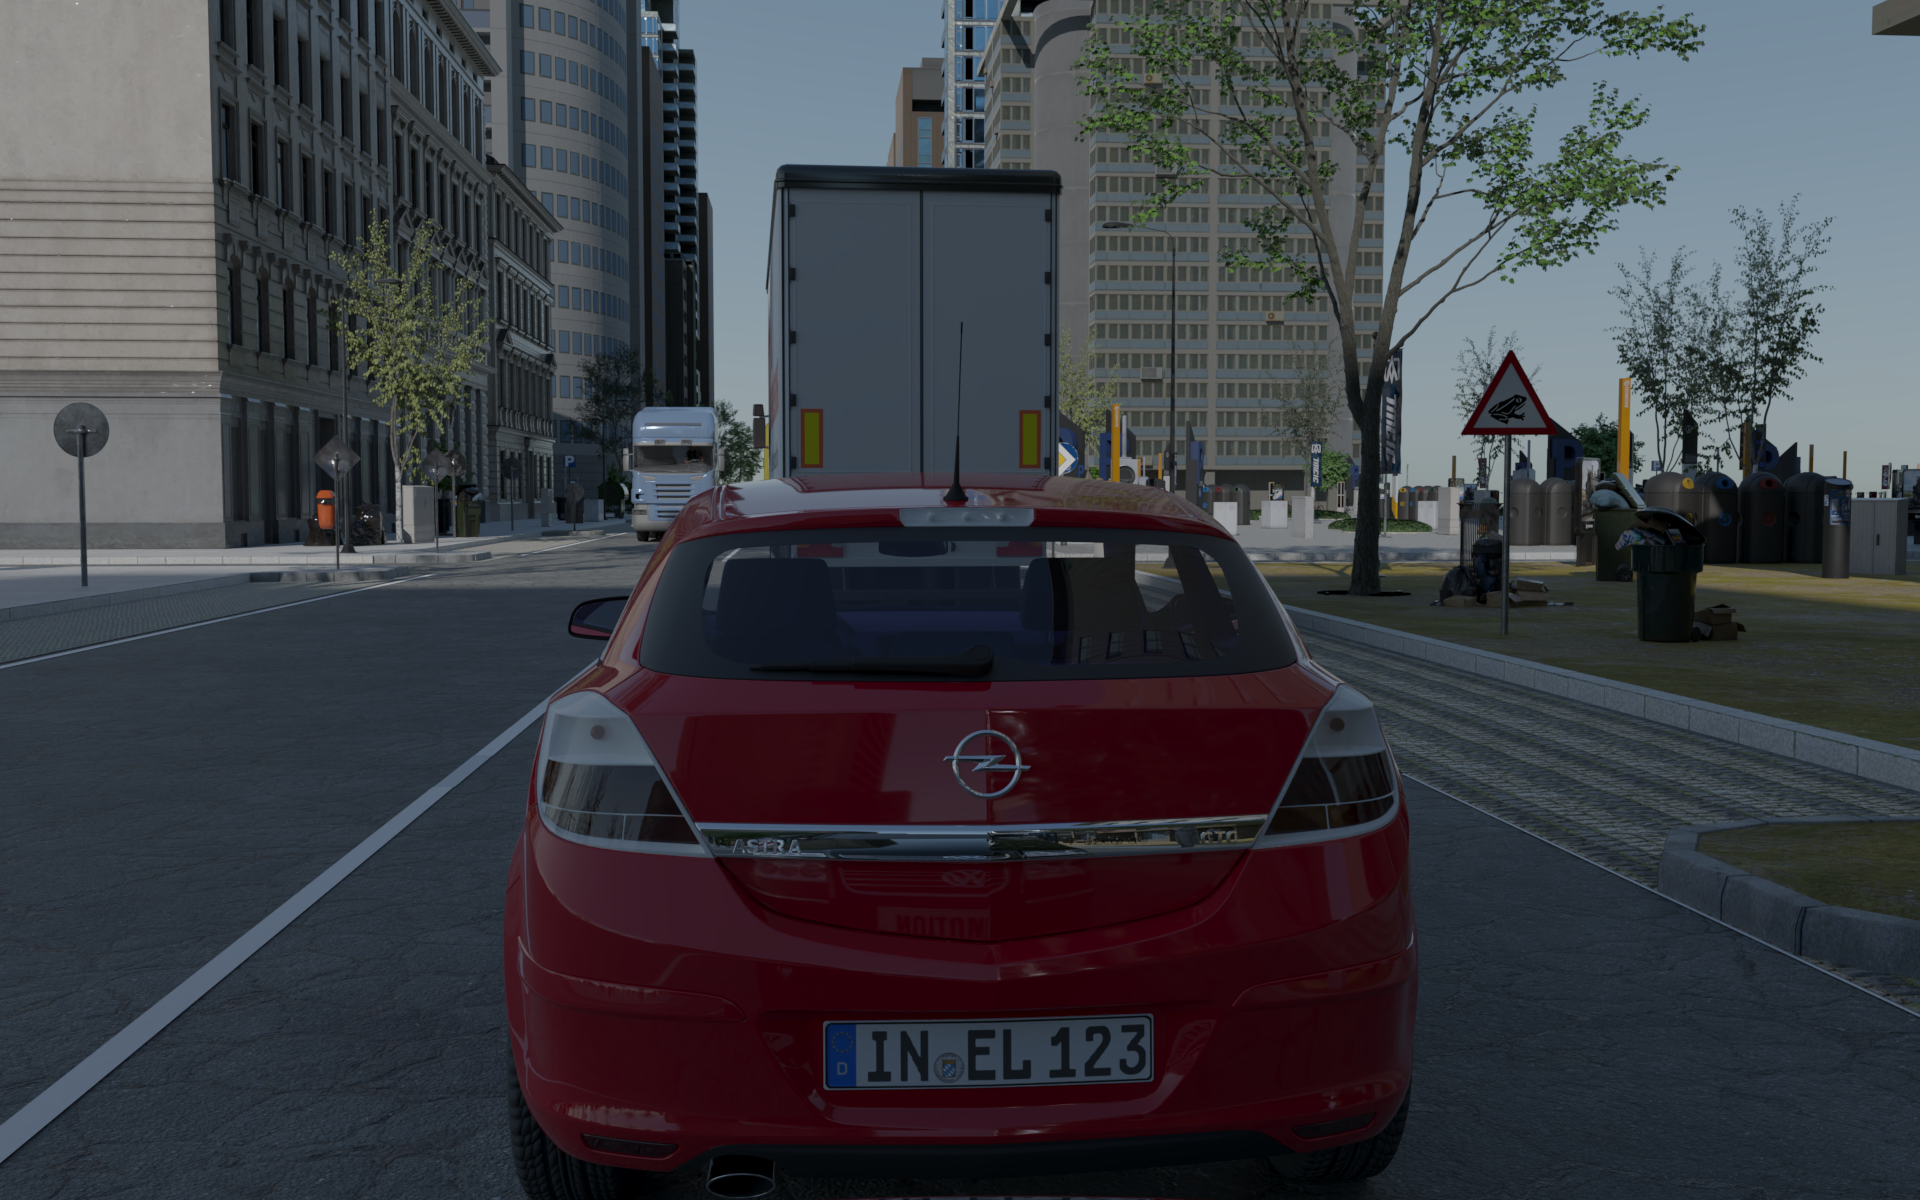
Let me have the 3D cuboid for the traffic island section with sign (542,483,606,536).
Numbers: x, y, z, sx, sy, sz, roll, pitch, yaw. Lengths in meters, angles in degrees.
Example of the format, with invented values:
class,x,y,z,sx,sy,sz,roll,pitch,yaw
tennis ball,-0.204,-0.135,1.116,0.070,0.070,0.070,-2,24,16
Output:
class,x,y,z,sx,sy,sz,roll,pitch,yaw
traffic island section with sign,-13.323,-3.134,59.868,1.989,1.847,2.006,0,4,-5

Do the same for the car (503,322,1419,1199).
class,x,y,z,sx,sy,sz,roll,pitch,yaw
car,-0.117,0.245,5.041,2.155,1.783,4.494,0,4,-4

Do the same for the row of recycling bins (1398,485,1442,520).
class,x,y,z,sx,sy,sz,roll,pitch,yaw
row of recycling bins,22.485,-4.719,84.271,1.069,1.692,3.534,-1,4,-17

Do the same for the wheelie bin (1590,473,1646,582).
class,x,y,z,sx,sy,sz,roll,pitch,yaw
wheelie bin,9.698,-1.080,25.574,0.693,1.594,0.980,2,4,32

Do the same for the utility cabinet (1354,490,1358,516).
class,x,y,z,sx,sy,sz,roll,pitch,yaw
utility cabinet,23.385,-5.600,100.244,1.173,1.500,0.318,-1,4,-19

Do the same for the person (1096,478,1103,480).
class,x,y,z,sx,sy,sz,roll,pitch,yaw
person,2.818,-1.567,34.663,0.362,1.759,0.519,0,4,-4

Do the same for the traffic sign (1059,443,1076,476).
class,x,y,z,sx,sy,sz,roll,pitch,yaw
traffic sign,1.642,-1.645,30.541,0.795,2.450,0.064,0,4,-5

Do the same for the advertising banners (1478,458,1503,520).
class,x,y,z,sx,sy,sz,roll,pitch,yaw
advertising banners,25.570,-5.292,82.707,0.090,3.025,2.074,-3,4,-37

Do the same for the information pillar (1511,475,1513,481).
class,x,y,z,sx,sy,sz,roll,pitch,yaw
information pillar,21.584,-3.869,67.752,0.304,2.012,0.304,0,4,6

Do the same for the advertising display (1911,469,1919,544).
class,x,y,z,sx,sy,sz,roll,pitch,yaw
advertising display,24.479,-2.374,44.025,0.974,1.923,0.123,2,4,33

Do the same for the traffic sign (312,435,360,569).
class,x,y,z,sx,sy,sz,roll,pitch,yaw
traffic sign,-10.606,-1.580,29.480,0.795,2.450,0.064,0,4,-5

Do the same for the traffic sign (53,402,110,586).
class,x,y,z,sx,sy,sz,roll,pitch,yaw
traffic sign,-12.185,-1.464,24.035,0.768,2.556,0.104,0,4,-1

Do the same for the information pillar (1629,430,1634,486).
class,x,y,z,sx,sy,sz,roll,pitch,yaw
information pillar,21.703,-3.979,56.411,0.183,3.616,0.504,-2,4,-26

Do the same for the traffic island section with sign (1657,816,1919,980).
class,x,y,z,sx,sy,sz,roll,pitch,yaw
traffic island section with sign,3.532,0.171,5.832,1.989,1.847,2.006,0,4,-5

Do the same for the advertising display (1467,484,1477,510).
class,x,y,z,sx,sy,sz,roll,pitch,yaw
advertising display,31.163,-6.168,106.061,0.974,1.923,0.123,1,4,11

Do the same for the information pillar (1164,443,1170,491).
class,x,y,z,sx,sy,sz,roll,pitch,yaw
information pillar,9.482,-5.376,79.246,0.183,3.616,0.504,-2,4,-25

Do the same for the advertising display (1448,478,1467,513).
class,x,y,z,sx,sy,sz,roll,pitch,yaw
advertising display,19.949,-3.942,69.663,0.974,1.923,0.123,-3,5,-40

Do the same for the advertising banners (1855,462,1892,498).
class,x,y,z,sx,sy,sz,roll,pitch,yaw
advertising banners,54.955,-6.611,104.275,0.090,3.025,2.074,-2,4,-34

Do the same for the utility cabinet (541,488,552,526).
class,x,y,z,sx,sy,sz,roll,pitch,yaw
utility cabinet,-16.331,-3.658,68.480,0.318,1.500,1.173,0,4,-7

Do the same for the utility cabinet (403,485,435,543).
class,x,y,z,sx,sy,sz,roll,pitch,yaw
utility cabinet,-14.070,-2.226,45.071,0.318,1.500,1.173,1,4,9

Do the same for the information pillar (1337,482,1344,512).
class,x,y,z,sx,sy,sz,roll,pitch,yaw
information pillar,23.151,-6.167,105.317,0.304,2.012,0.304,-3,4,-39

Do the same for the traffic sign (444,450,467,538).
class,x,y,z,sx,sy,sz,roll,pitch,yaw
traffic sign,-14.683,-3.066,50.233,0.768,2.556,0.104,0,4,5

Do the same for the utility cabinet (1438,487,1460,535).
class,x,y,z,sx,sy,sz,roll,pitch,yaw
utility cabinet,15.408,-2.807,54.577,0.318,1.500,1.173,0,4,-3

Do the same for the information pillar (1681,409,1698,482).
class,x,y,z,sx,sy,sz,roll,pitch,yaw
information pillar,20.022,-3.439,47.579,0.504,3.616,0.183,-1,4,-21

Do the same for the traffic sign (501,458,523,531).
class,x,y,z,sx,sy,sz,roll,pitch,yaw
traffic sign,-15.638,-3.690,60.444,0.768,2.556,0.104,0,4,0

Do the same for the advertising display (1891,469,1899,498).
class,x,y,z,sx,sy,sz,roll,pitch,yaw
advertising display,24.648,-2.462,45.466,0.123,1.923,0.974,3,5,43

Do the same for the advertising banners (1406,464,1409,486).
class,x,y,z,sx,sy,sz,roll,pitch,yaw
advertising banners,25.733,-6.363,100.219,0.090,3.025,2.074,2,4,26

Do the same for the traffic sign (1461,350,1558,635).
class,x,y,z,sx,sy,sz,roll,pitch,yaw
traffic sign,4.963,-0.961,15.713,0.884,2.594,0.081,0,4,-2

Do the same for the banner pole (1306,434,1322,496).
class,x,y,z,sx,sy,sz,roll,pitch,yaw
banner pole,14.694,-5.031,72.268,0.863,3.779,0.401,2,4,24

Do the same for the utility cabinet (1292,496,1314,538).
class,x,y,z,sx,sy,sz,roll,pitch,yaw
utility cabinet,10.048,-2.422,50.756,0.306,1.237,1.020,-1,4,-11

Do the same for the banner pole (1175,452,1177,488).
class,x,y,z,sx,sy,sz,roll,pitch,yaw
banner pole,11.319,-6.198,91.349,0.401,3.779,0.863,-1,4,-10

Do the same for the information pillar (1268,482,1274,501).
class,x,y,z,sx,sy,sz,roll,pitch,yaw
information pillar,19.489,-6.360,108.485,0.304,2.012,0.304,0,4,-3

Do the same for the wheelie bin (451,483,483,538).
class,x,y,z,sx,sy,sz,roll,pitch,yaw
wheelie bin,-14.572,-2.656,51.335,0.693,1.594,0.980,3,5,41

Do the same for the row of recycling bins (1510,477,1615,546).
class,x,y,z,sx,sy,sz,roll,pitch,yaw
row of recycling bins,15.299,-2.226,43.509,3.534,1.692,1.069,-1,4,-19

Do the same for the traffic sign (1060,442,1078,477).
class,x,y,z,sx,sy,sz,roll,pitch,yaw
traffic sign,2.527,-2.612,42.805,0.768,2.556,0.104,0,4,-2

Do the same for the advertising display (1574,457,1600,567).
class,x,y,z,sx,sy,sz,roll,pitch,yaw
advertising display,11.148,-1.565,30.799,0.123,1.923,0.974,3,4,38

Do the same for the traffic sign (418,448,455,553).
class,x,y,z,sx,sy,sz,roll,pitch,yaw
traffic sign,-11.311,-2.067,37.434,0.795,2.450,0.064,0,4,-5

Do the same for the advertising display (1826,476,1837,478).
class,x,y,z,sx,sy,sz,roll,pitch,yaw
advertising display,30.888,-3.444,61.522,0.123,1.923,0.974,0,4,7

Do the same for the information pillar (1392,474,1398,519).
class,x,y,z,sx,sy,sz,roll,pitch,yaw
information pillar,19.933,-5.381,79.336,0.183,3.616,0.504,0,4,-7

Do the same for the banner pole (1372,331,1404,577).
class,x,y,z,sx,sy,sz,roll,pitch,yaw
banner pole,6.496,-2.234,26.535,0.401,3.779,0.863,-2,4,-25

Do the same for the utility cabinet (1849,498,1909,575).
class,x,y,z,sx,sy,sz,roll,pitch,yaw
utility cabinet,14.729,-1.028,27.973,0.306,1.237,1.020,-2,4,-29

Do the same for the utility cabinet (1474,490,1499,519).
class,x,y,z,sx,sy,sz,roll,pitch,yaw
utility cabinet,27.106,-4.925,89.207,1.173,1.500,0.318,2,4,33

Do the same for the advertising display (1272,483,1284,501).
class,x,y,z,sx,sy,sz,roll,pitch,yaw
advertising display,19.035,-6.020,103.643,0.123,1.923,0.974,-2,4,-28

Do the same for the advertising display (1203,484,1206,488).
class,x,y,z,sx,sy,sz,roll,pitch,yaw
advertising display,15.198,-6.303,108.273,0.123,1.923,0.974,0,4,-7

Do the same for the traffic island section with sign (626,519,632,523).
class,x,y,z,sx,sy,sz,roll,pitch,yaw
traffic island section with sign,-15.735,-4.803,87.161,1.989,1.847,2.006,0,4,-5

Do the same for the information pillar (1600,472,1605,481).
class,x,y,z,sx,sy,sz,roll,pitch,yaw
information pillar,21.160,-3.238,57.440,0.304,2.012,0.304,-1,4,-11

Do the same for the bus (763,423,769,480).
class,x,y,z,sx,sy,sz,roll,pitch,yaw
bus,-5.023,-3.961,56.315,2.896,3.916,12.252,0,4,-6
